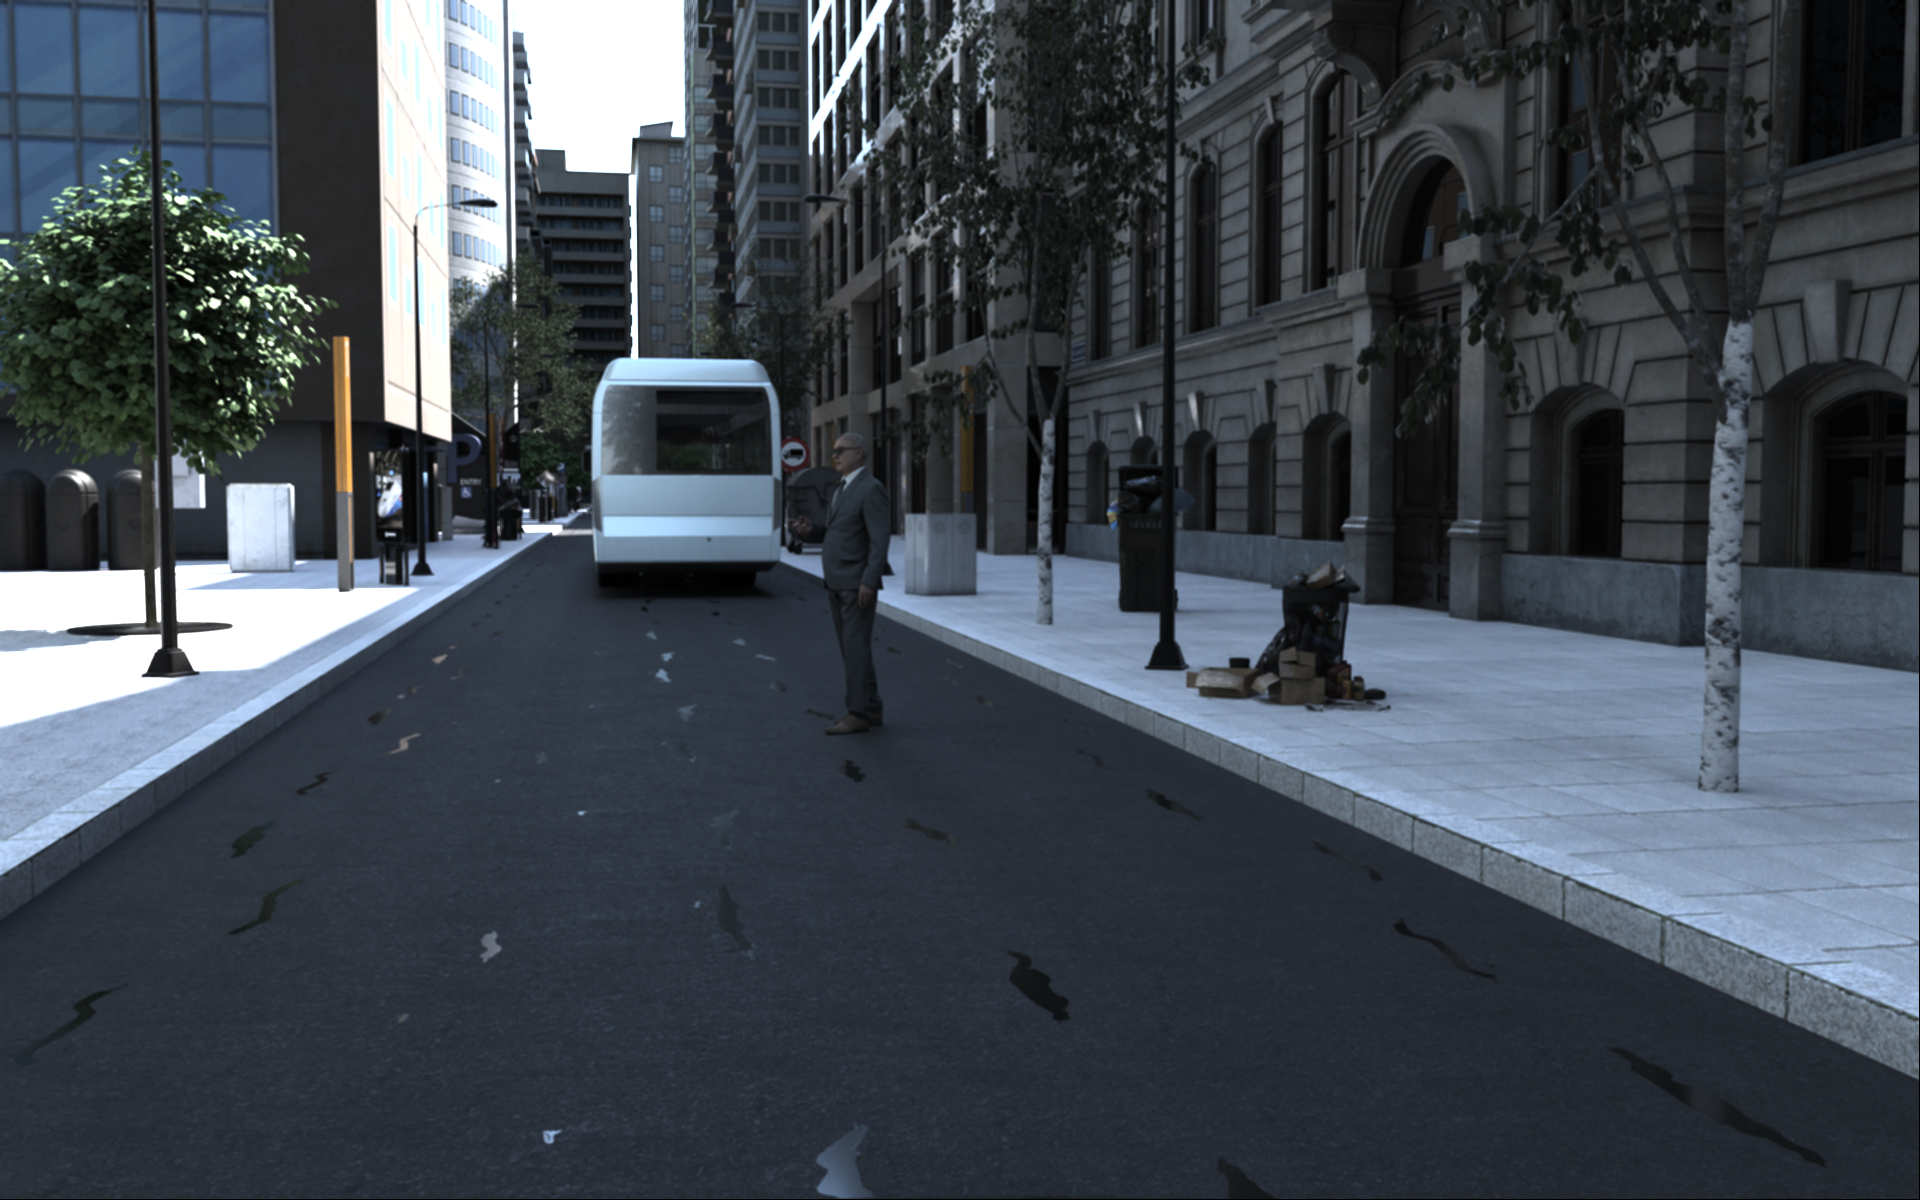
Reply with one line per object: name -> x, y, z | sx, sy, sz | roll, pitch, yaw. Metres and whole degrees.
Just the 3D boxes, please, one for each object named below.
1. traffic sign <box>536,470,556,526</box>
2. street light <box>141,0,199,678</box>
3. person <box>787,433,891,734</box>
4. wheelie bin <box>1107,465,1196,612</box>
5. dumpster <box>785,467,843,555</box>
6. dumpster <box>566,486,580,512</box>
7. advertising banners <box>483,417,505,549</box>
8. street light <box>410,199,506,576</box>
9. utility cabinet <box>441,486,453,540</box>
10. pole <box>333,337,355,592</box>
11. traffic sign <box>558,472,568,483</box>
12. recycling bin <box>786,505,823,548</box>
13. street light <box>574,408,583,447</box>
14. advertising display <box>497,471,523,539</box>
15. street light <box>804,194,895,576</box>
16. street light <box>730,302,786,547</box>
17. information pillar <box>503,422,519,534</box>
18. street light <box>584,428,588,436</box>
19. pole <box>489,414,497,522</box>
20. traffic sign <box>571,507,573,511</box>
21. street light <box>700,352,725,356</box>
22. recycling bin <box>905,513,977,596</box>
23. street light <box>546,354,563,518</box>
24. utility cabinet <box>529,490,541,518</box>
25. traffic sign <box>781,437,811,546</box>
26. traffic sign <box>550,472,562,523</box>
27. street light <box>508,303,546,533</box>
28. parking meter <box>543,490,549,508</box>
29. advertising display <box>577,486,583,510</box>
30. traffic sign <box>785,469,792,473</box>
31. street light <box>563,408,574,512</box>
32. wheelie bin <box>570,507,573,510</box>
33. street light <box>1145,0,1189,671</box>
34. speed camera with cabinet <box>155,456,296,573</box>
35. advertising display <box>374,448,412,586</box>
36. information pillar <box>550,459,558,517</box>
traffic sign -> -16.764, -4.071, 70.204 | 0.795, 2.450, 0.064 | -1, 4, -11
street light -> -5.053, -2.424, 12.170 | 1.470, 5.913, 1.316 | -1, 4, -11
person -> -0.718, -0.114, 10.535 | 0.590, 1.801, 0.661 | -2, 4, -30
wheelie bin -> 2.086, -0.676, 18.966 | 0.980, 1.594, 0.693 | 1, 4, 10
dumpster -> -3.064, -1.932, 37.350 | 1.264, 1.857, 1.865 | -1, 4, -11
dumpster -> -28.750, -7.634, 127.305 | 1.502, 2.255, 1.985 | -1, 4, -11
advertising banners -> -10.904, -2.713, 40.541 | 0.090, 3.025, 2.074 | -2, 4, -28
street light -> -7.976, -3.350, 27.312 | 1.470, 5.913, 1.316 | -1, 4, -11
utility cabinet -> -14.350, -2.434, 48.474 | 0.318, 1.500, 1.173 | -1, 4, -17
pole -> -8.029, -1.757, 22.567 | 0.158, 3.312, 0.155 | 0, 3, 0
traffic sign -> -23.216, -6.162, 100.853 | 0.768, 2.556, 0.104 | 0, 4, -2
recycling bin -> -3.690, -1.761, 41.351 | 0.722, 1.027, 0.722 | -2, 4, -35
street light -> -21.023, -7.329, 92.371 | 1.470, 5.913, 1.316 | -1, 4, -11
advertising display -> -12.811, -2.665, 48.787 | 0.974, 1.923, 0.123 | -3, 4, -36
street light -> -1.733, -3.337, 27.101 | 1.470, 5.913, 1.316 | -1, 4, -11
street light -> -4.871, -4.262, 42.232 | 1.470, 5.913, 1.316 | -1, 4, -11
information pillar -> -14.493, -3.952, 55.974 | 0.504, 3.616, 0.183 | -1, 4, -23
street light -> -23.955, -8.223, 106.990 | 1.470, 5.913, 1.316 | -1, 4, -11
pole -> -11.858, -3.066, 43.973 | 0.158, 3.312, 0.155 | 0, 3, 0
traffic sign -> -29.358, -8.003, 130.951 | 0.768, 2.556, 0.104 | -1, 4, -10
street light -> -7.795, -5.148, 56.706 | 1.470, 5.913, 1.316 | -1, 4, -11
recycling bin -> -0.250, -0.590, 22.207 | 0.722, 1.027, 0.722 | -2, 4, -26
street light -> -14.074, -5.193, 57.447 | 1.470, 5.913, 1.316 | -1, 4, -11
utility cabinet -> -22.403, -5.062, 91.447 | 0.318, 1.500, 1.173 | -2, 4, -33
traffic sign -> -3.701, -2.349, 38.512 | 0.768, 2.556, 0.104 | -1, 4, -9
traffic sign -> -18.335, -4.550, 78.033 | 0.795, 2.450, 0.064 | -1, 4, -11
street light -> -10.945, -4.259, 42.170 | 1.470, 5.913, 1.316 | -1, 4, -11
parking meter -> -22.967, -5.358, 96.020 | 0.372, 1.533, 0.369 | 0, 3, 0
advertising display -> -30.826, -8.221, 139.630 | 0.974, 1.923, 0.123 | 2, 4, 28
traffic sign -> -4.646, -2.684, 43.883 | 0.884, 2.594, 0.081 | -1, 4, -10
street light -> -18.275, -6.442, 77.862 | 1.470, 5.913, 1.316 | -1, 4, -11
wheelie bin -> -31.606, -8.127, 140.787 | 0.980, 1.594, 0.693 | -2, 4, -32
street light -> 0.993, -2.442, 12.474 | 1.470, 5.913, 1.316 | -1, 4, -11
speed camera with cabinet -> -12.004, -2.078, 28.311 | 2.038, 3.252, 0.660 | -1, 4, -16
advertising display -> -8.021, -1.179, 24.496 | 0.123, 1.923, 0.974 | -3, 5, -41
information pillar -> -22.885, -6.499, 97.612 | 0.183, 3.616, 0.504 | 3, 5, 44
